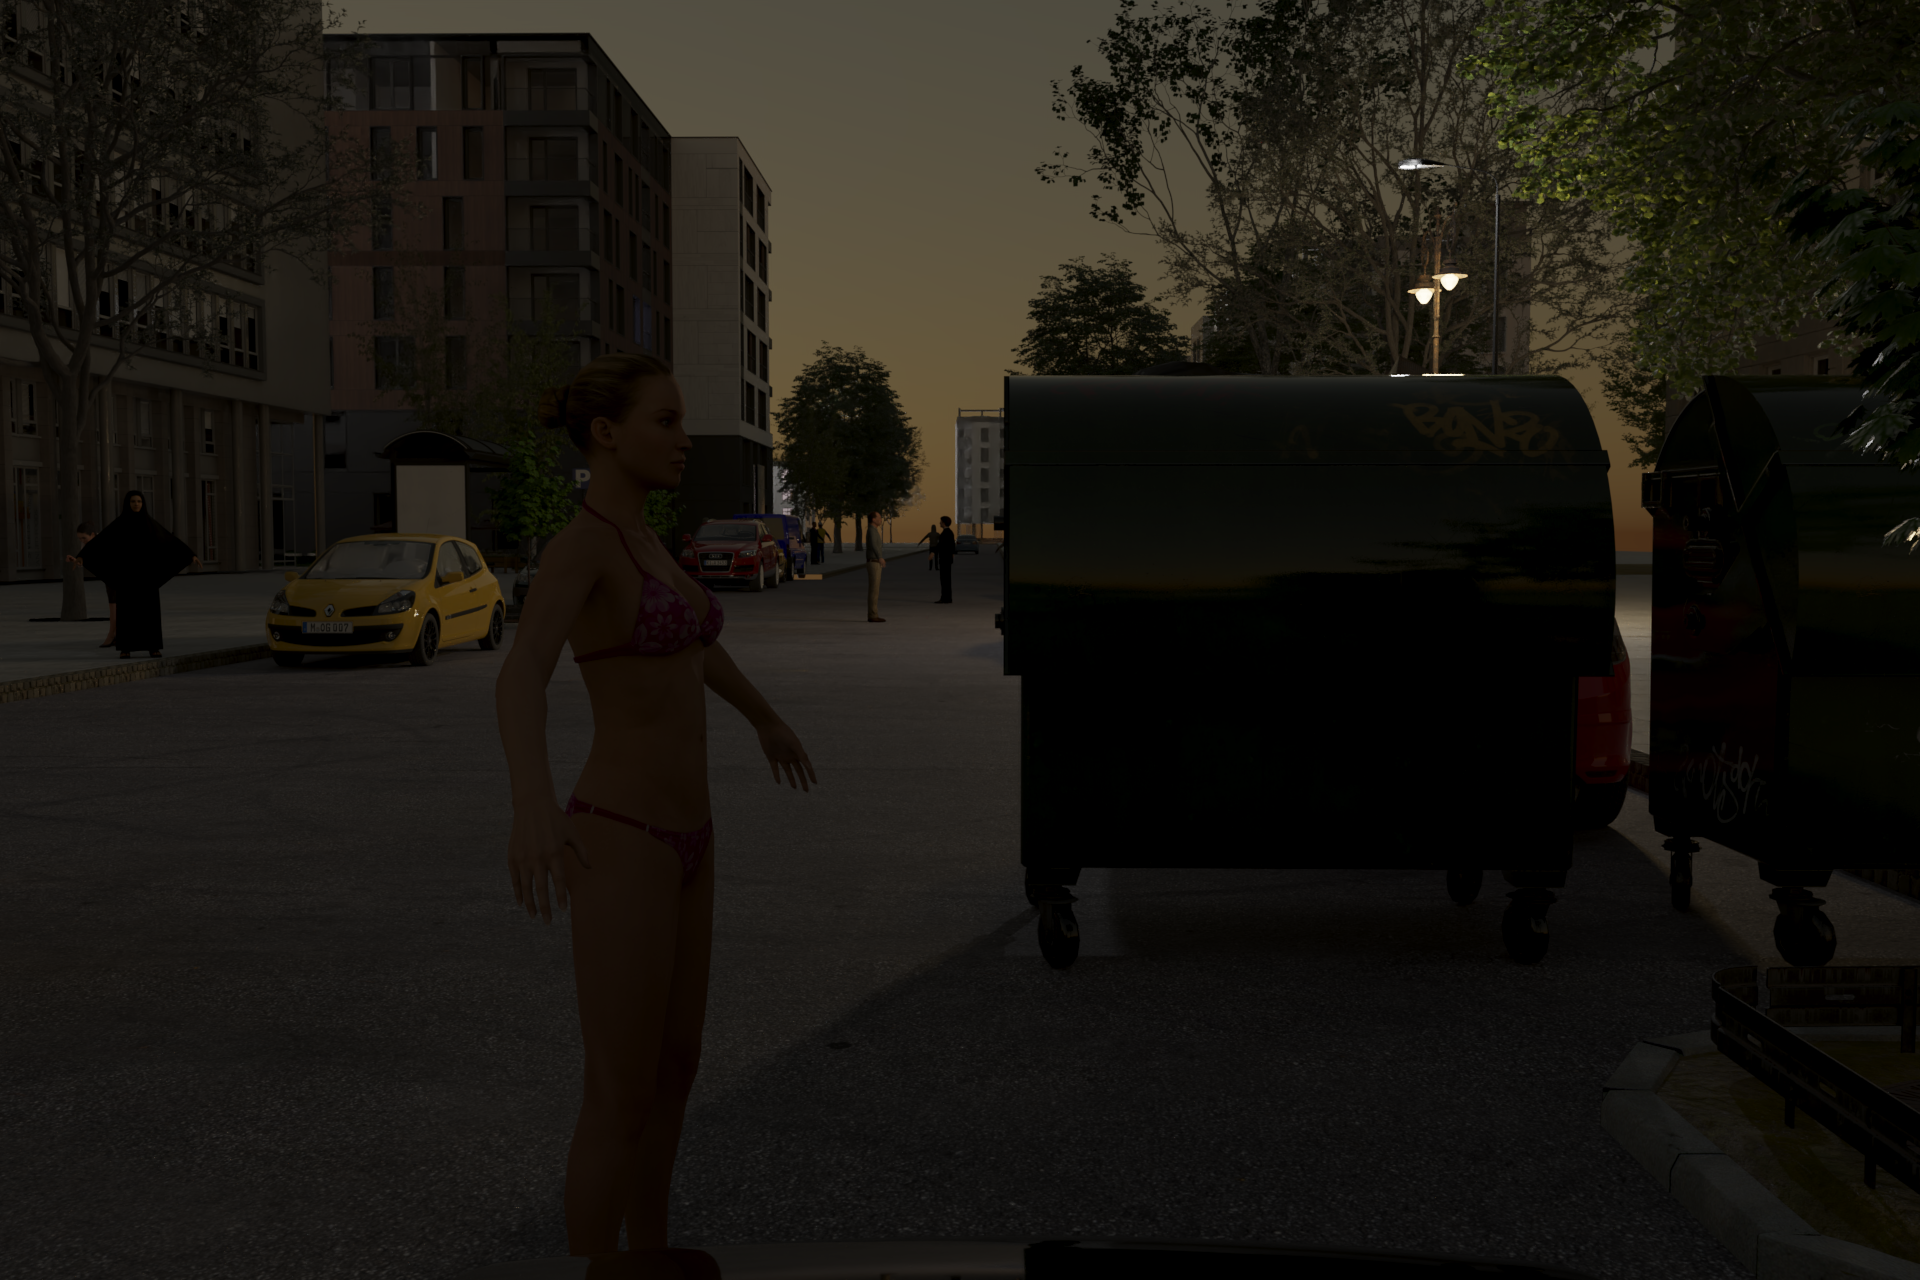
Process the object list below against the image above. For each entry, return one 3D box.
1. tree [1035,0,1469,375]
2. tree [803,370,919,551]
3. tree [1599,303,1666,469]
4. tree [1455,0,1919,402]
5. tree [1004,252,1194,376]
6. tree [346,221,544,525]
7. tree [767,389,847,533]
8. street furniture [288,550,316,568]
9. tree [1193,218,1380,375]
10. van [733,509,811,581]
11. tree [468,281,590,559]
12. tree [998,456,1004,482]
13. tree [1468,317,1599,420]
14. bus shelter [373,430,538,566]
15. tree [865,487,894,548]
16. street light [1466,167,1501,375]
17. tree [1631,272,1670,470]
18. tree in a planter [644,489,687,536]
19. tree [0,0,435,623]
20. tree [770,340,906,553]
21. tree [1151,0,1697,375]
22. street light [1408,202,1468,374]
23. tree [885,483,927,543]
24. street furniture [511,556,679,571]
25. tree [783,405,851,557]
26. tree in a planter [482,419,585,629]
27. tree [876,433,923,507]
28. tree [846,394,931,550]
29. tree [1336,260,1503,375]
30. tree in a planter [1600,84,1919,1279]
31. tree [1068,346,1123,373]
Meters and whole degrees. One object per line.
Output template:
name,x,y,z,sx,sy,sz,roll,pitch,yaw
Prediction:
tree,8.535,-11.836,49.401,12.611,20.169,13.585,0,3,0
tree,-7.685,-13.640,129.674,9.857,13.997,8.962,0,3,0
tree,29.003,-8.728,68.461,9.928,11.665,9.643,0,3,0
tree,7.847,-5.919,14.900,7.486,12.596,7.792,0,3,0
tree,6.857,-10.512,78.532,9.857,13.997,8.962,0,3,0
tree,-12.943,-5.589,41.742,4.360,8.622,3.978,0,3,0
tree,-8.245,-8.455,88.606,4.360,8.622,3.978,0,3,0
street furniture,-29.071,-3.160,67.288,10.072,0.657,5.734,-1,4,-15
tree,11.669,-8.860,62.990,7.486,12.596,7.792,0,3,0
van,-6.004,-3.078,54.716,2.240,2.365,5.245,0,4,1
tree,-12.589,-6.155,50.994,4.737,8.622,4.395,0,3,0
tree,8.553,-15.327,160.963,12.009,13.543,11.850,0,3,0
tree,18.729,-6.625,58.686,4.360,8.622,3.978,0,3,0
bus shelter,-10.365,-2.600,36.438,2.014,3.302,5.546,0,4,1
tree,-7.095,-12.823,160.011,4.360,8.622,3.978,0,3,0
street light,7.191,-2.996,21.533,1.470,5.913,1.316,0,4,1
tree,26.305,-8.610,58.898,7.486,12.596,7.792,0,3,0
tree in a planter,-6.581,-2.333,35.371,1.991,3.239,1.994,0,4,1
tree,-13.109,-7.026,25.253,12.009,13.543,11.850,0,3,0
tree,-8.098,-12.774,115.515,9.857,13.997,8.962,0,3,0
tree,8.910,-7.559,33.956,12.009,13.543,11.850,0,3,0
street light,6.732,-3.167,24.561,0.468,5.910,1.993,0,4,1
tree,-9.960,-20.544,246.261,12.009,13.543,11.850,0,3,0
street furniture,-12.859,-2.908,63.170,5.734,0.657,10.072,0,4,3
tree,-7.959,-9.063,98.548,4.737,8.622,4.395,0,3,0
tree in a planter,-6.722,-1.817,26.935,1.991,3.239,1.994,0,4,2
tree,-7.400,-13.861,152.378,9.928,11.665,9.643,0,3,0
tree,-7.437,-14.135,141.482,12.009,13.543,11.850,0,3,0
tree,18.907,-9.438,72.438,7.486,12.596,7.792,0,3,0
tree in a planter,2.535,-0.396,3.692,1.991,3.239,1.994,0,4,1
tree,7.572,-10.439,96.434,9.928,11.665,9.643,0,3,0
